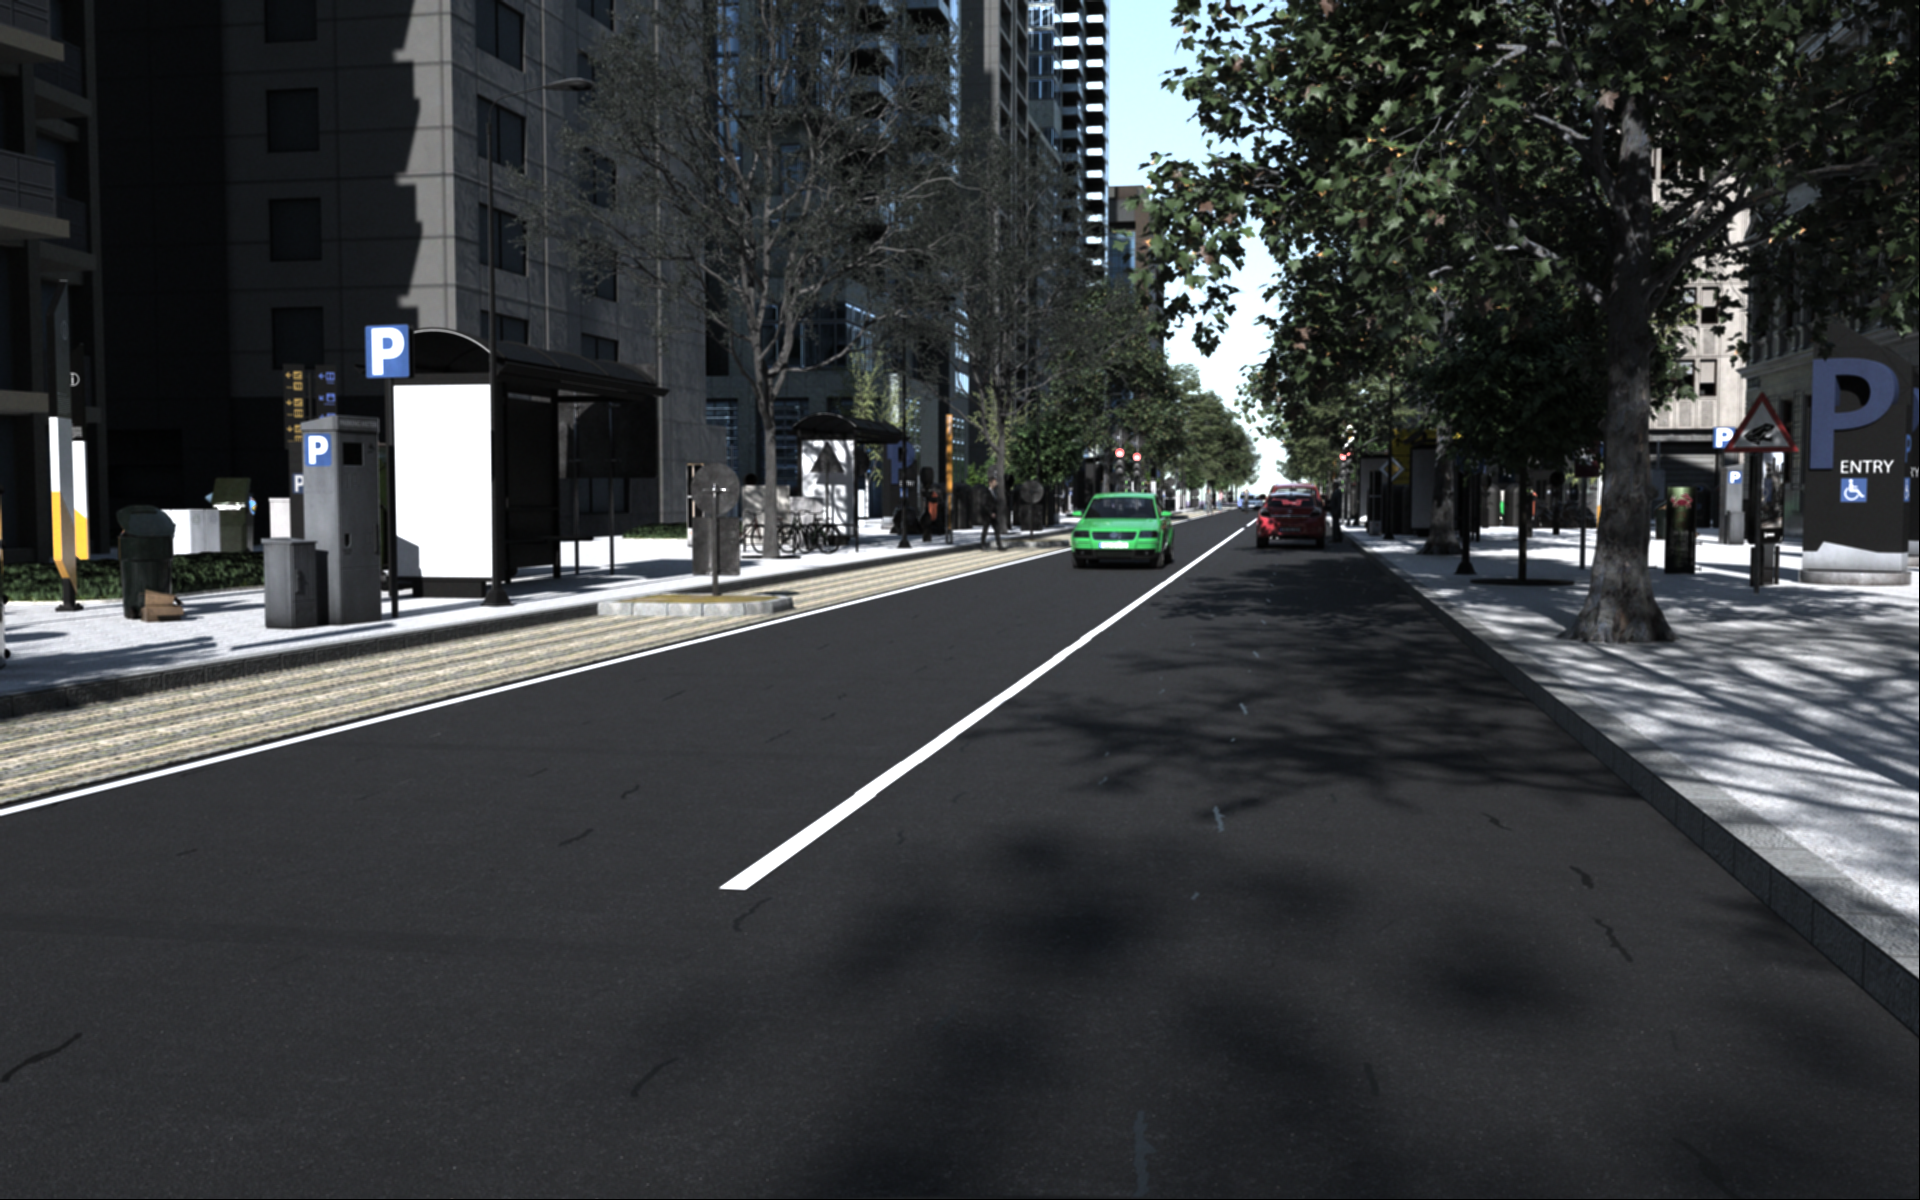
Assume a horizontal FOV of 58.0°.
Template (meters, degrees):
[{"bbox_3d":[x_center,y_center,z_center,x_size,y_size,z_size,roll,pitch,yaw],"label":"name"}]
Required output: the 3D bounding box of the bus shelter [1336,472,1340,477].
[{"bbox_3d":[32.923,-9.378,147.255,2.014,3.302,5.546,1,4,11],"label":"bus shelter"}]

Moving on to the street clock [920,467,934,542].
[{"bbox_3d":[-0.883,-2.557,46.382,0.358,2.002,0.471,-1,4,-21],"label":"street clock"}]

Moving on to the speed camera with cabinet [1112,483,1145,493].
[{"bbox_3d":[10.362,-6.868,106.624,2.038,3.252,0.660,-2,4,-26],"label":"speed camera with cabinet"}]

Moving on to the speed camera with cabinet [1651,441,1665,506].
[{"bbox_3d":[25.570,-4.315,64.882,0.660,3.252,2.038,-1,4,-10],"label":"speed camera with cabinet"}]

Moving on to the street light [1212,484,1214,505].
[{"bbox_3d":[25.203,-12.460,176.262,1.470,5.913,1.316,1,4,11],"label":"street light"}]

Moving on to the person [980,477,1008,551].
[{"bbox_3d":[0.832,-2.142,43.300,0.755,1.850,0.659,3,4,38],"label":"person"}]

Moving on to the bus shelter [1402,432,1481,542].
[{"bbox_3d":[13.690,-3.369,49.009,2.014,3.302,5.546,1,4,11],"label":"bus shelter"}]

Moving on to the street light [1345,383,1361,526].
[{"bbox_3d":[11.565,-4.663,48.777,1.470,5.913,1.316,1,4,11],"label":"street light"}]

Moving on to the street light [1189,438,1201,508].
[{"bbox_3d":[18.934,-10.461,143.574,1.470,5.913,1.316,1,4,11],"label":"street light"}]

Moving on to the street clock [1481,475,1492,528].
[{"bbox_3d":[19.791,-3.707,65.181,0.358,2.002,0.471,3,5,42],"label":"street clock"}]

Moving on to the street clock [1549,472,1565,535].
[{"bbox_3d":[18.785,-3.055,54.522,0.471,2.002,0.358,1,4,15],"label":"street clock"}]

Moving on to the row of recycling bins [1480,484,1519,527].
[{"bbox_3d":[20.559,-3.757,68.545,3.534,1.692,1.069,1,4,18],"label":"row of recycling bins"}]

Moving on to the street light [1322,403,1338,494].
[{"bbox_3d":[15.477,-5.956,69.914,1.470,5.913,1.316,1,4,11],"label":"street light"}]

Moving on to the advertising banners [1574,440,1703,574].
[{"bbox_3d":[10.896,-1.946,28.011,2.074,3.025,0.090,1,4,17],"label":"advertising banners"}]

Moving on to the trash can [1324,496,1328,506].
[{"bbox_3d":[29.223,-7.696,137.477,0.748,1.137,0.748,0,3,0],"label":"trash can"}]

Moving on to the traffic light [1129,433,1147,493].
[{"bbox_3d":[8.160,-5.542,79.536,0.839,4.253,0.868,1,4,11],"label":"traffic light"}]

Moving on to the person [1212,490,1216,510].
[{"bbox_3d":[23.519,-9.282,160.291,0.705,1.821,1.348,0,4,3],"label":"person"}]

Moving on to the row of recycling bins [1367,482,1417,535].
[{"bbox_3d":[14.031,-2.966,55.605,1.069,1.692,3.534,-1,4,-10],"label":"row of recycling bins"}]

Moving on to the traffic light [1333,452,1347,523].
[{"bbox_3d":[17.210,-5.437,77.821,0.839,4.253,0.868,1,4,11],"label":"traffic light"}]

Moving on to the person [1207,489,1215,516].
[{"bbox_3d":[16.494,-6.422,113.769,0.573,1.790,0.520,1,4,12],"label":"person"}]

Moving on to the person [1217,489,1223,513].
[{"bbox_3d":[19.301,-7.344,128.591,0.388,1.821,0.555,-2,4,-24],"label":"person"}]

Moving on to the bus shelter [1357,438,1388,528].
[{"bbox_3d":[15.182,-4.171,62.113,2.014,3.302,5.546,1,4,11],"label":"bus shelter"}]

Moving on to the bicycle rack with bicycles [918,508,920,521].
[{"bbox_3d":[-1.537,-3.257,66.639,2.925,0.926,2.852,-1,4,-10],"label":"bicycle rack with bicycles"}]

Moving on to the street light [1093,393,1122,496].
[{"bbox_3d":[6.741,-6.563,79.839,1.470,5.913,1.316,1,4,11],"label":"street light"}]

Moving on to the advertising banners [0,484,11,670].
[{"bbox_3d":[-6.785,-0.967,12.002,0.090,3.025,2.074,-2,4,-23],"label":"advertising banners"}]

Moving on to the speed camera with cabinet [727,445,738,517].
[{"bbox_3d":[-9.384,-4.642,70.230,0.660,3.252,2.038,0,4,-3],"label":"speed camera with cabinet"}]

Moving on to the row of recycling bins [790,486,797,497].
[{"bbox_3d":[-8.677,-4.892,87.093,3.534,1.692,1.069,-2,4,-26],"label":"row of recycling bins"}]

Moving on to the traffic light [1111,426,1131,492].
[{"bbox_3d":[6.655,-5.063,71.693,0.839,4.253,0.868,1,4,11],"label":"traffic light"}]

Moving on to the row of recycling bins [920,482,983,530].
[{"bbox_3d":[-0.427,-3.367,62.156,1.069,1.692,3.534,1,4,22],"label":"row of recycling bins"}]

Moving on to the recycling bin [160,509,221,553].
[{"bbox_3d":[-12.752,-0.984,28.635,0.722,1.027,0.722,1,4,22],"label":"recycling bin"}]

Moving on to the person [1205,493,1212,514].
[{"bbox_3d":[18.109,-7.046,126.303,0.503,1.515,0.523,0,4,-6],"label":"person"}]

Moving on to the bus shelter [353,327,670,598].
[{"bbox_3d":[-5.917,-1.828,23.813,2.014,3.302,5.546,1,4,11],"label":"bus shelter"}]

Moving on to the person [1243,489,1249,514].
[{"bbox_3d":[21.092,-7.282,127.745,0.473,1.802,0.592,2,4,32],"label":"person"}]

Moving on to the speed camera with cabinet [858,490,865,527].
[{"bbox_3d":[-4.491,-4.485,67.665,0.660,3.252,2.038,-3,4,-36],"label":"speed camera with cabinet"}]

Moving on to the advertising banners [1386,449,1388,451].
[{"bbox_3d":[16.335,-4.261,65.862,0.090,3.025,2.074,0,4,6],"label":"advertising banners"}]

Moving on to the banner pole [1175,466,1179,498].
[{"bbox_3d":[17.294,-9.075,138.392,0.401,3.779,0.863,-1,4,-15],"label":"banner pole"}]

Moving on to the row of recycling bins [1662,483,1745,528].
[{"bbox_3d":[28.620,-3.602,66.001,3.534,1.692,1.069,2,4,33],"label":"row of recycling bins"}]

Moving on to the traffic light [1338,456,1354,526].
[{"bbox_3d":[15.705,-4.958,69.979,0.839,4.253,0.868,1,4,11],"label":"traffic light"}]

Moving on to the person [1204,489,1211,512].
[{"bbox_3d":[18.942,-7.585,132.496,0.713,1.824,0.794,-1,4,-12],"label":"person"}]

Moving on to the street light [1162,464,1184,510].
[{"bbox_3d":[14.894,-9.169,122.462,1.470,5.913,1.316,1,4,11],"label":"street light"}]

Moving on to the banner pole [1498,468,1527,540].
[{"bbox_3d":[15.411,-3.564,48.284,0.863,3.779,0.401,3,4,36],"label":"banner pole"}]

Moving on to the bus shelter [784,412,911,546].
[{"bbox_3d":[-2.867,-3.165,45.664,2.014,3.302,5.546,1,4,11],"label":"bus shelter"}]

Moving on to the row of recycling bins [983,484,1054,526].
[{"bbox_3d":[2.099,-3.844,69.970,3.534,1.692,1.069,-1,4,-14],"label":"row of recycling bins"}]

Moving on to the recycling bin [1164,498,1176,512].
[{"bbox_3d":[15.307,-6.985,126.762,0.722,1.027,0.722,3,5,41],"label":"recycling bin"}]

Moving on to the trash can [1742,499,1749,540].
[{"bbox_3d":[22.324,-2.286,49.033,0.748,1.137,0.748,0,3,0],"label":"trash can"}]

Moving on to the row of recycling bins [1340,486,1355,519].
[{"bbox_3d":[20.912,-5.085,90.257,1.069,1.692,3.534,-2,4,-27],"label":"row of recycling bins"}]

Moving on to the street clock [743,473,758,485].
[{"bbox_3d":[-7.370,-3.444,60.881,0.471,2.002,0.358,-2,4,-29],"label":"street clock"}]

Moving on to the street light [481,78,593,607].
[{"bbox_3d":[-4.789,-2.879,19.616,1.470,5.913,1.316,1,4,11],"label":"street light"}]

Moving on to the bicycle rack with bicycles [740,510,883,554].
[{"bbox_3d":[-3.503,-1.507,38.028,2.852,0.926,2.925,-3,5,-42],"label":"bicycle rack with bicycles"}]

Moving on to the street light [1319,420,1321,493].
[{"bbox_3d":[18.985,-7.050,87.804,1.470,5.913,1.316,1,4,11],"label":"street light"}]

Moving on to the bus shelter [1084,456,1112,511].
[{"bbox_3d":[8.733,-7.164,108.407,1.731,3.624,6.357,1,4,11],"label":"bus shelter"}]

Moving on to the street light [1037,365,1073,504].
[{"bbox_3d":[3.346,-5.485,62.226,1.470,5.913,1.316,1,4,11],"label":"street light"}]

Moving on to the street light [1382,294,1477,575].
[{"bbox_3d":[7.561,-3.371,27.657,1.470,5.913,1.316,1,4,11],"label":"street light"}]

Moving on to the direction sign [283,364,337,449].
[{"bbox_3d":[-11.370,-2.348,30.390,0.876,3.537,0.379,-2,4,-28],"label":"direction sign"}]

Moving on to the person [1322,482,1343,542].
[{"bbox_3d":[11.083,-2.614,51.417,0.590,1.801,0.661,0,4,-1],"label":"person"}]

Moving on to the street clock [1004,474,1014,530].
[{"bbox_3d":[1.720,-3.515,62.034,0.358,2.002,0.471,3,4,39],"label":"street clock"}]

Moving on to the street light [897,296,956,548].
[{"bbox_3d":[-0.785,-4.171,40.736,1.470,5.913,1.316,1,4,11],"label":"street light"}]

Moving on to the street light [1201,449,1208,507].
[{"bbox_3d":[21.179,-11.153,154.886,1.470,5.913,1.316,1,4,11],"label":"street light"}]
